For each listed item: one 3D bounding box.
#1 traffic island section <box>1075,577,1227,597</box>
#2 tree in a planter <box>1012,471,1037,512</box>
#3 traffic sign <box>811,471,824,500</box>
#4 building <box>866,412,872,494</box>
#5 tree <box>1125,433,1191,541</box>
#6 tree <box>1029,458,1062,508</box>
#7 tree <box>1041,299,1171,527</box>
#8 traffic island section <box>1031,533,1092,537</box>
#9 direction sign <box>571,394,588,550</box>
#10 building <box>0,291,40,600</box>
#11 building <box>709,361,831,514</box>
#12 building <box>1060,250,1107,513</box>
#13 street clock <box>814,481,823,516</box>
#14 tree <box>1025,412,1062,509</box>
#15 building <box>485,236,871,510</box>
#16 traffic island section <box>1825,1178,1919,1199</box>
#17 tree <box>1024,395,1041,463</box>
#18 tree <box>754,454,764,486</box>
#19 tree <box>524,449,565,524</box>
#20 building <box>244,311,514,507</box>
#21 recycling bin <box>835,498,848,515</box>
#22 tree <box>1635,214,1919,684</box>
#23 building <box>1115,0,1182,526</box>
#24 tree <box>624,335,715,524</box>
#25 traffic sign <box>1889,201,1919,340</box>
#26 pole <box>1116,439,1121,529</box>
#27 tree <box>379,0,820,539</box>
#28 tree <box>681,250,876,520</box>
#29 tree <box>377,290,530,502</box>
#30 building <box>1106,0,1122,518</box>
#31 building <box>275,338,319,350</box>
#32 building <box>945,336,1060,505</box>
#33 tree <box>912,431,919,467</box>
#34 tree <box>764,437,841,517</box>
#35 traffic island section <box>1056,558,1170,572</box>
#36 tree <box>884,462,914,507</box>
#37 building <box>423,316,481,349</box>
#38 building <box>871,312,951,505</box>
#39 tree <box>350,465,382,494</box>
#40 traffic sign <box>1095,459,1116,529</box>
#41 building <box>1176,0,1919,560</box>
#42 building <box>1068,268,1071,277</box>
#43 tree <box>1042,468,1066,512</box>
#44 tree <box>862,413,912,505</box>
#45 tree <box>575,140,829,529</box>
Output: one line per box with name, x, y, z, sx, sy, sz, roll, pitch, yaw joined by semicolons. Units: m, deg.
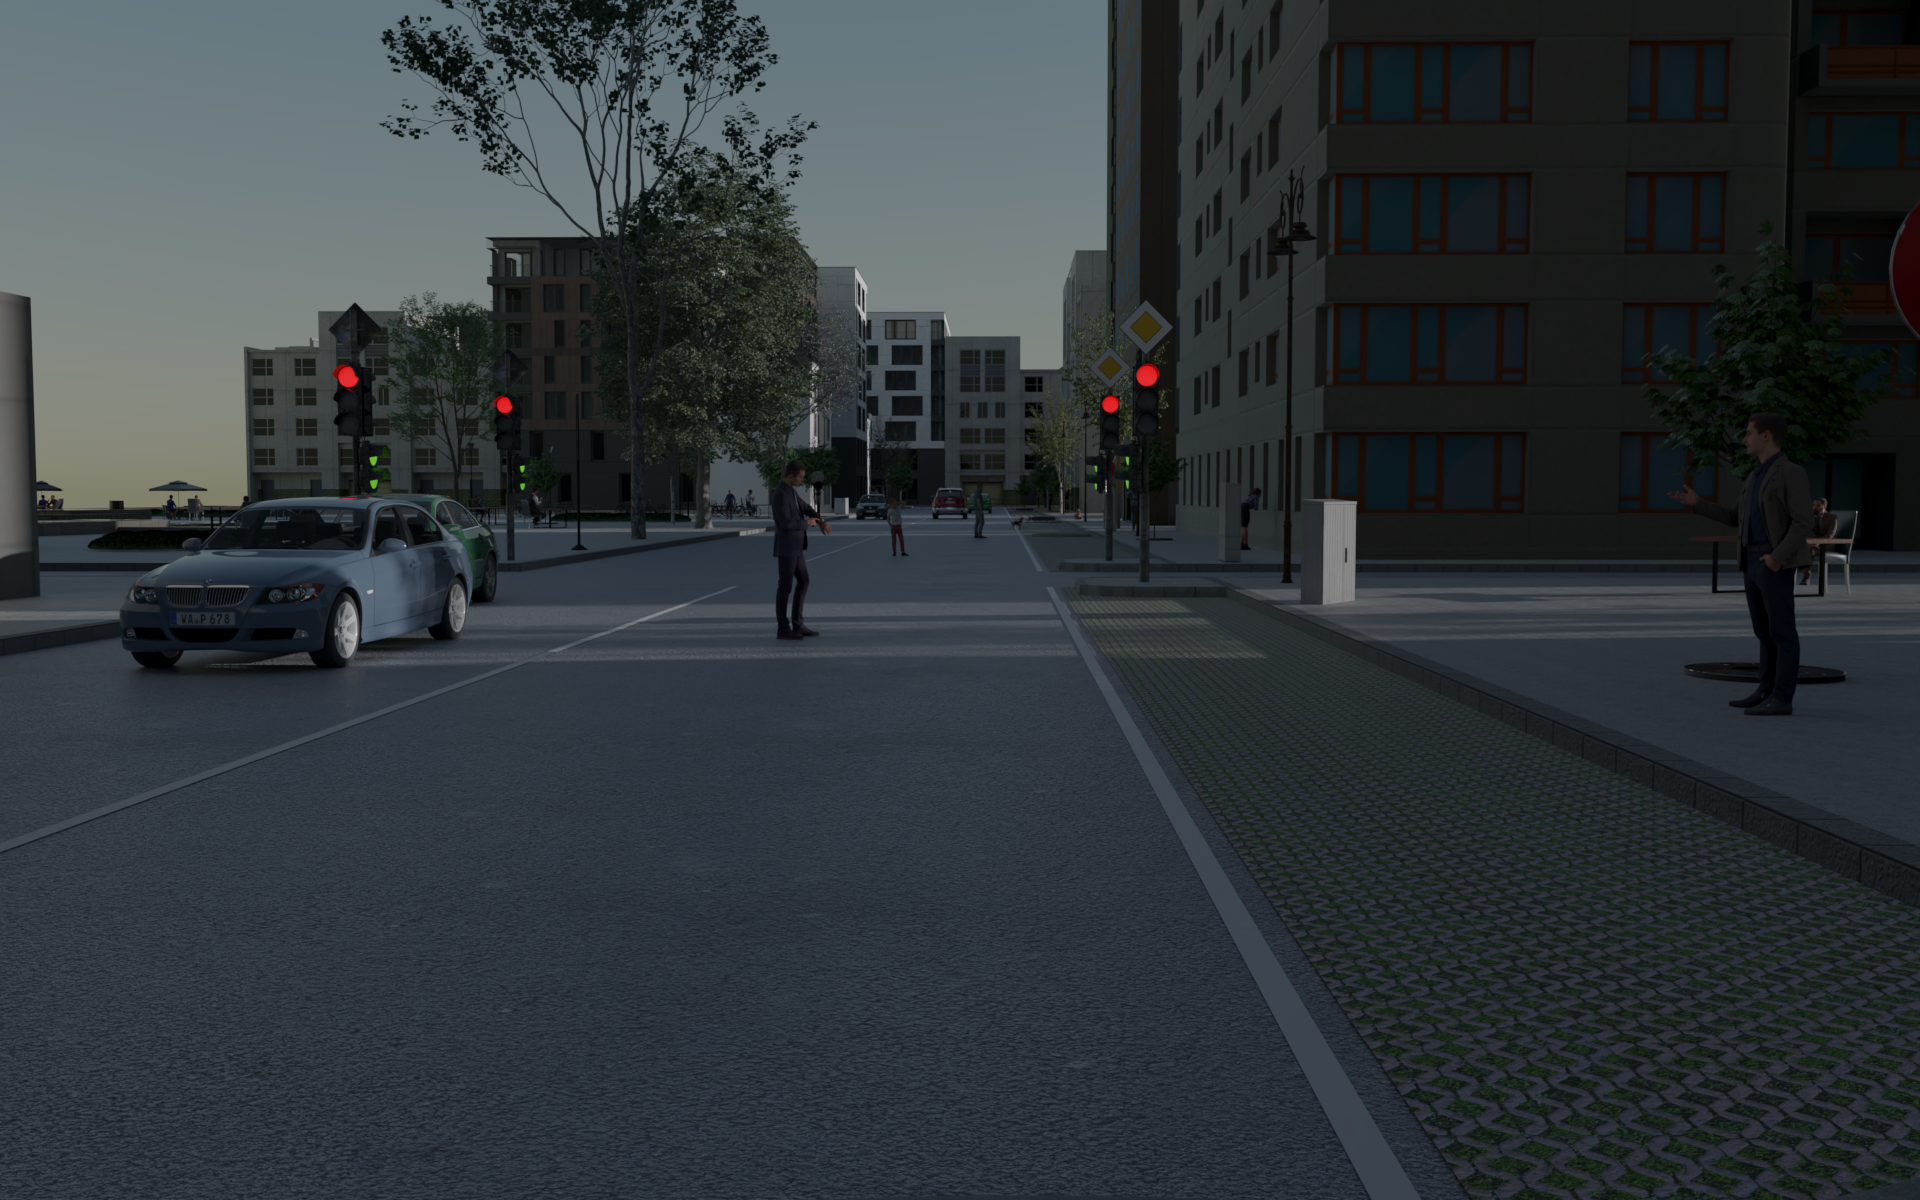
traffic island section;2.713;-0.185;25.311;2.009;0.180;2.903;0;4;1
tree in a planter;5.046;-8.478;135.830;1.991;3.239;1.994;0;4;1
traffic sign;-7.863;-5.828;95.386;0.768;2.556;0.104;1;4;10
building;-23.438;-14.494;179.119;28.070;9.664;9.099;0;4;1
tree;5.305;-3.275;48.143;1.663;3.219;1.824;0;3;0
tree;7.902;-10.780;159.971;4.285;4.588;4.351;0;3;0
tree;5.811;-7.099;66.430;4.737;8.622;4.395;0;3;0
traffic island section;3.408;-2.172;58.382;1.991;0.108;1.994;0;4;1
direction sign;-8.722;-2.909;39.553;0.379;3.537;0.876;-1;4;-14
building;-22.064;-34.945;9.611;20.611;71.187;20.563;0;4;1
building;-13.580;-11.094;123.541;9.099;9.664;28.070;0;4;1
building;16.924;-16.367;134.061;16.747;18.905;31.486;0;4;1
street clock;-7.746;-5.512;94.689;0.471;2.002;0.358;0;4;3
tree;7.760;-12.390;152.944;4.360;8.622;3.978;0;3;0
building;-23.327;-18.957;153.928;27.936;21.610;32.646;0;4;1
traffic island section;2.223;1.250;2.421;1.991;0.108;1.994;0;4;1
tree;6.458;-9.952;113.073;4.737;8.622;4.395;0;3;0
tree;-10.879;-7.481;106.036;4.285;4.588;4.351;0;3;0
tree;-17.847;-4.851;73.914;1.663;3.219;1.824;0;3;0
building;-53.288;-18.915;175.723;31.486;18.905;16.747;0;4;1
recycling bin;-7.410;-5.864;108.423;0.722;1.027;0.722;1;4;10
tree;5.556;-1.075;12.184;1.663;3.219;1.824;0;3;0
building;14.243;-26.017;75.489;14.600;45.320;14.200;0;4;1
tree;-12.289;-7.555;73.880;4.737;8.622;4.395;0;3;0
traffic sign;4.050;-0.414;6.879;0.768;2.556;0.104;0;4;7
pole;5.854;-4.291;64.005;0.158;3.312;0.155;0;3;0
tree;-10.001;-11.716;47.447;12.611;20.169;13.585;0;3;0
tree;-8.815;-10.705;85.396;12.009;13.543;11.850;0;3;0
tree;-25.770;-9.950;88.430;9.928;11.665;9.643;0;3;0
building;15.196;-19.960;98.039;14.160;30.474;14.107;0;4;1
building;-72.486;-21.263;204.073;11.380;20.091;16.016;0;4;1
building;14.237;-20.537;202.231;31.486;18.905;16.747;0;4;1
tree;-6.344;-14.358;185.123;4.360;8.622;3.978;0;3;0
tree;-8.301;-7.063;99.196;4.285;4.588;4.351;0;3;0
traffic island section;2.882;-0.674;33.295;2.009;0.180;2.903;0;4;1
tree;-6.141;-11.799;176.624;4.285;4.588;4.351;0;3;0
building;-50.360;-22.333;209.122;32.646;21.610;27.936;0;4;1
building;-17.704;-22.290;208.412;32.646;21.610;27.936;0;4;1
tree;-32.464;-6.171;95.491;1.663;3.219;1.824;0;3;0
traffic sign;5.262;-3.834;62.793;0.768;2.556;0.104;1;4;9
building;21.813;-12.335;46.721;28.899;21.520;27.650;0;4;1
building;24.116;-19.686;165.838;27.936;21.610;32.646;0;4;1
tree;6.861;-8.068;126.520;1.663;3.219;1.824;0;3;0
tree;-6.812;-12.521;155.074;4.360;8.622;3.978;0;3;0
tree;-9.522;-9.643;64.313;9.857;13.997;8.962;0;3;0
